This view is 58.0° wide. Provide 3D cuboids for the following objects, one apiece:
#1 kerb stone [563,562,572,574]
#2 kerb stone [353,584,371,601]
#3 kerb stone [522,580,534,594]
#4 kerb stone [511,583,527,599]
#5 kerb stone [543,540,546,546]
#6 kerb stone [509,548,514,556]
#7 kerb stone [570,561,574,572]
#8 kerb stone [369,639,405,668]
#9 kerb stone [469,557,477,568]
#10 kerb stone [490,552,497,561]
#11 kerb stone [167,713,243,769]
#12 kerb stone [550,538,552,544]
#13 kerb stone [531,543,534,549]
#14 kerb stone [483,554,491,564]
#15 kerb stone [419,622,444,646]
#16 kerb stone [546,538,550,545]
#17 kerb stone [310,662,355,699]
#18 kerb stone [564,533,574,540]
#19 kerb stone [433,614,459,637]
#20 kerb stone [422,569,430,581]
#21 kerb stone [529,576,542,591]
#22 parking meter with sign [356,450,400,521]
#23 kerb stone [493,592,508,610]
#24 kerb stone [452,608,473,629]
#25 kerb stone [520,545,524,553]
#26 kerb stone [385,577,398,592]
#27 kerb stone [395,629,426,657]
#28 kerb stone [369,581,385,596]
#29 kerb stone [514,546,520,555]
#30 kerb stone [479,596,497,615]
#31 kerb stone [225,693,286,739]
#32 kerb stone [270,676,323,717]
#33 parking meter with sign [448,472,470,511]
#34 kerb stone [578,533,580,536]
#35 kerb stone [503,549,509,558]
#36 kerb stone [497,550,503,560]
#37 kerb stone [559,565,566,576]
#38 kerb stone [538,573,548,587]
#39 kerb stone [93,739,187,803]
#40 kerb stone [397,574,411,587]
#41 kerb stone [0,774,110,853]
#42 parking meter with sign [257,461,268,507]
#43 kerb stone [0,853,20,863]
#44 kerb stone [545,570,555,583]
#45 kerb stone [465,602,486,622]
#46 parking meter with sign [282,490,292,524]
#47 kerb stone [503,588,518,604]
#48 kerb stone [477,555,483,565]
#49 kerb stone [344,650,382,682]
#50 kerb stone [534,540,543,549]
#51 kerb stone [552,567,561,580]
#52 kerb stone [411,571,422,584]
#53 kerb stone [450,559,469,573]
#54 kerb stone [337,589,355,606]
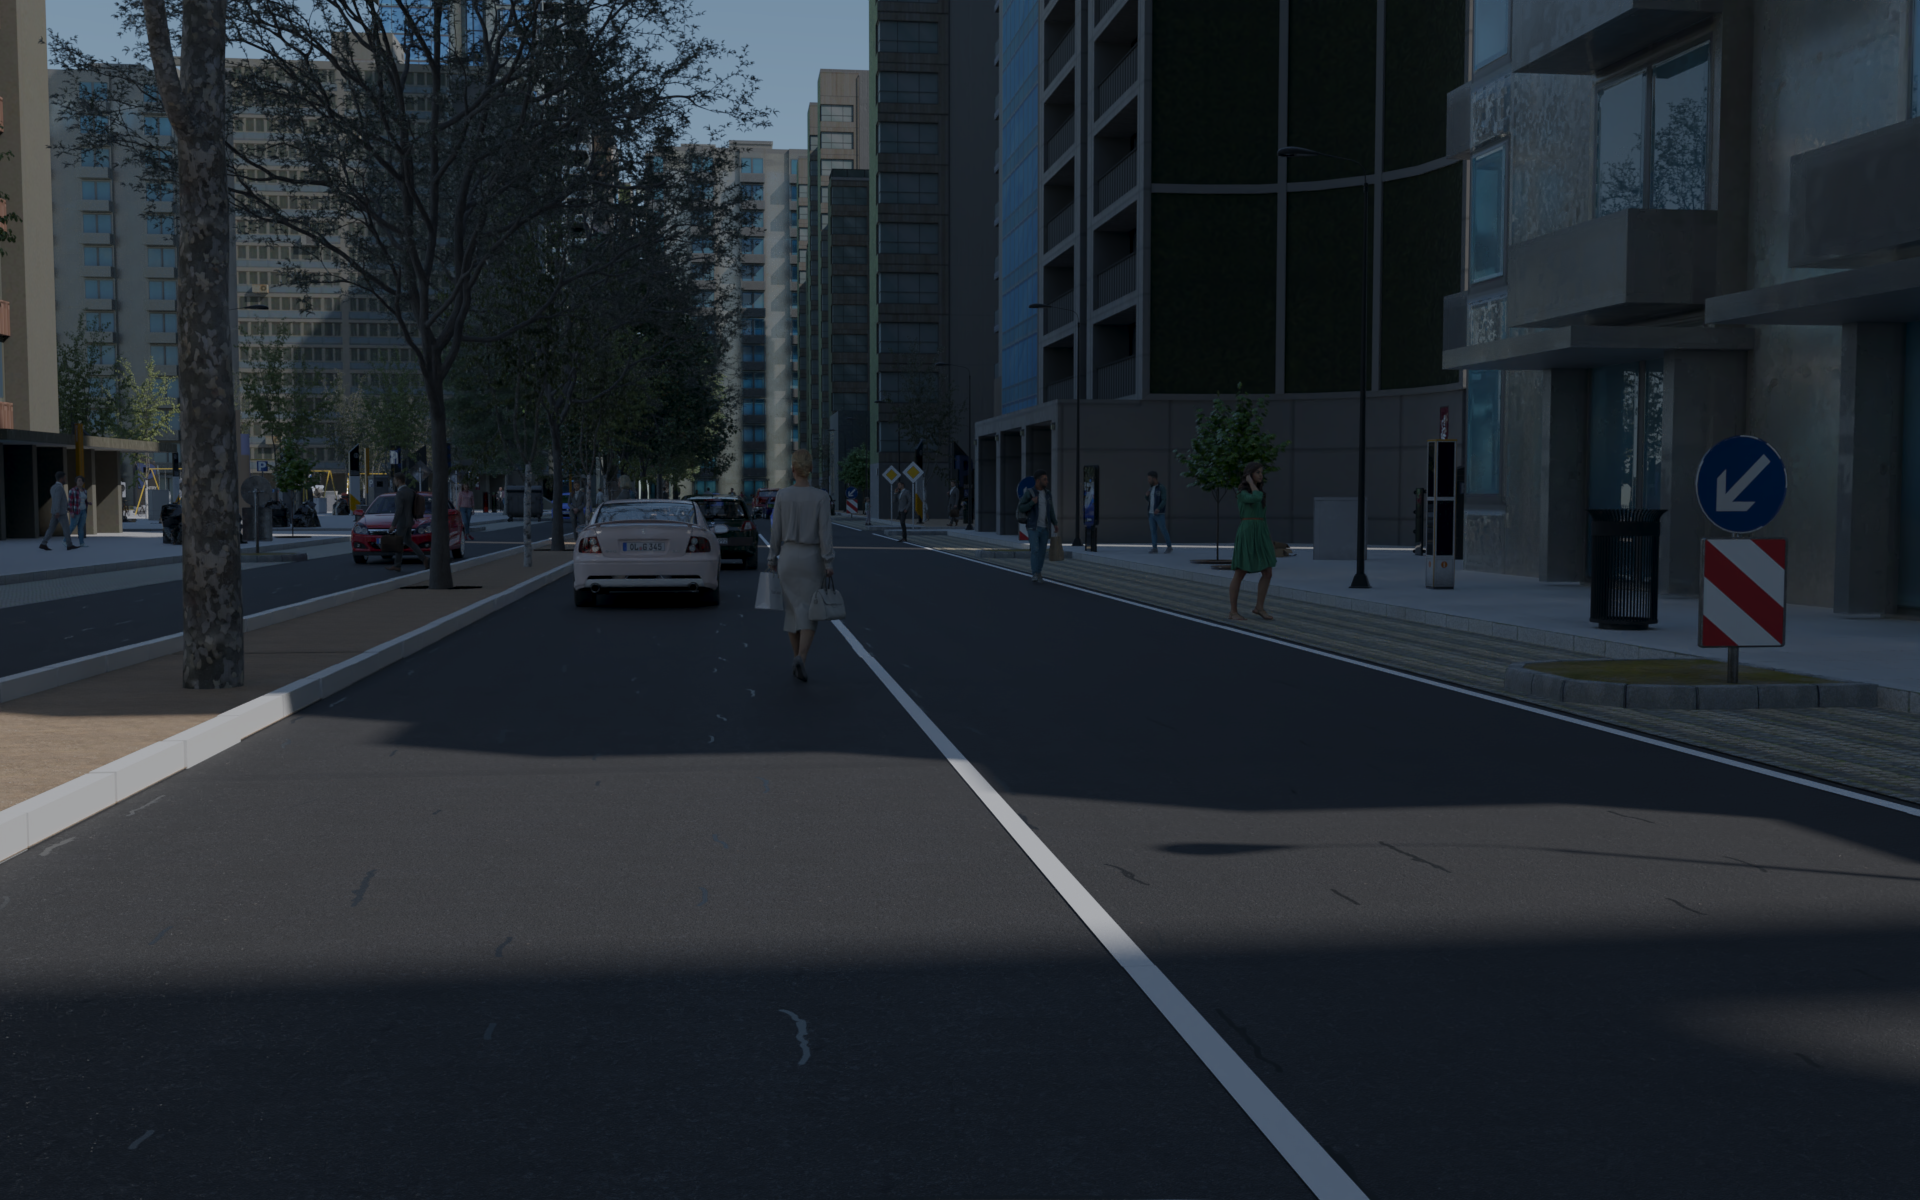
[{"bbox_3d":[-7.070,-0.530,30.860,0.120,0.150,1.000,0,4,-8],"label":"kerb stone"},{"bbox_3d":[-8.179,-0.077,23.456,0.120,0.150,1.000,0,4,-8],"label":"kerb stone"},{"bbox_3d":[-6.241,-0.157,24.760,0.120,0.150,1.000,0,4,-8],"label":"kerb stone"},{"bbox_3d":[-6.096,-0.095,23.743,0.120,0.150,1.000,0,4,-8],"label":"kerb stone"},{"bbox_3d":[-11.360,-1.502,46.807,0.120,0.150,1.000,0,4,-8],"label":"kerb stone"},{"bbox_3d":[-10.392,-1.069,39.684,0.120,0.150,1.000,0,4,-8],"label":"kerb stone"},{"bbox_3d":[-7.206,-0.592,31.875,0.120,0.150,1.000,0,4,-8],"label":"kerb stone"},{"bbox_3d":[-4.856,0.465,14.595,0.120,0.150,1.000,0,4,-8],"label":"kerb stone"},{"bbox_3d":[-9.559,-0.696,33.587,0.120,0.150,1.000,0,4,-8],"label":"kerb stone"},{"bbox_3d":[-9.977,-0.883,36.637,0.120,0.150,1.000,0,4,-8],"label":"kerb stone"},{"bbox_3d":[-4.157,0.775,9.518,0.120,0.150,1.000,0,4,-8],"label":"kerb stone"},{"bbox_3d":[-11.635,-1.623,48.833,0.120,0.150,1.000,0,4,-8],"label":"kerb stone"},{"bbox_3d":[-10.951,-1.315,43.751,0.120,0.150,1.000,0,4,-8],"label":"kerb stone"},{"bbox_3d":[-9.837,-0.816,35.620,0.120,0.150,1.000,0,4,-8],"label":"kerb stone"},{"bbox_3d":[-5.125,0.343,16.629,0.120,0.150,1.000,0,4,-8],"label":"kerb stone"},{"bbox_3d":[-11.495,-1.567,47.820,0.120,0.150,1.000,0,4,-8],"label":"kerb stone"},{"bbox_3d":[-4.575,0.589,12.564,0.120,0.150,1.000,0,4,-8],"label":"kerb stone"},{"bbox_3d":[-12.603,-2.064,55.940,0.120,0.150,1.000,0,4,-8],"label":"kerb stone"},{"bbox_3d":[-5.271,0.279,17.641,0.120,0.150,1.000,0,4,-8],"label":"kerb stone"},{"bbox_3d":[-8.870,-0.387,28.523,0.120,0.150,1.000,0,4,-8],"label":"kerb stone"},{"bbox_3d":[-6.379,-0.219,25.773,0.120,0.150,1.000,0,4,-8],"label":"kerb stone"},{"bbox_3d":[-22.972,-4.408,68.330,0.543,3.016,1.738,3,4,36],"label":"parking meter with sign"},{"bbox_3d":[-5.821,0.030,21.708,0.120,0.150,1.000,0,4,-8],"label":"kerb stone"},{"bbox_3d":[-5.406,0.217,18.662,0.120,0.150,1.000,0,4,-8],"label":"kerb stone"},{"bbox_3d":[-10.669,-1.194,41.723,0.120,0.150,1.000,0,4,-8],"label":"kerb stone"},{"bbox_3d":[-8.459,-0.195,25.485,0.120,0.150,1.000,0,4,-8],"label":"kerb stone"},{"bbox_3d":[-4.986,0.403,15.609,0.120,0.150,1.000,0,4,-8],"label":"kerb stone"},{"bbox_3d":[-8.318,-0.139,24.470,0.120,0.150,1.000,0,4,-8],"label":"kerb stone"},{"bbox_3d":[-10.527,-1.132,40.700,0.120,0.150,1.000,0,4,-8],"label":"kerb stone"},{"bbox_3d":[-5.689,0.092,20.694,0.120,0.150,1.000,0,4,-8],"label":"kerb stone"},{"bbox_3d":[-4.306,0.714,10.529,0.120,0.150,1.000,0,4,-8],"label":"kerb stone"},{"bbox_3d":[-4.445,0.651,11.545,0.120,0.150,1.000,0,4,-8],"label":"kerb stone"},{"bbox_3d":[-37.657,-8.178,129.974,1.738,3.016,0.543,0,4,2],"label":"parking meter with sign"},{"bbox_3d":[-12.882,-2.183,57.972,0.120,0.150,1.000,0,4,-8],"label":"kerb stone"},{"bbox_3d":[-10.253,-1.008,38.672,0.120,0.150,1.000,0,4,-8],"label":"kerb stone"},{"bbox_3d":[-10.111,-0.946,37.657,0.120,0.150,1.000,0,4,-8],"label":"kerb stone"},{"bbox_3d":[-6.938,-0.468,29.847,0.120,0.150,1.000,0,4,-8],"label":"kerb stone"},{"bbox_3d":[-6.522,-0.281,26.787,0.120,0.150,1.000,0,4,-8],"label":"kerb stone"},{"bbox_3d":[-4.028,0.838,8.501,0.120,0.150,1.000,0,4,-8],"label":"kerb stone"},{"bbox_3d":[-8.599,-0.263,26.497,0.120,0.150,1.000,0,4,-8],"label":"kerb stone"},{"bbox_3d":[-3.890,0.904,7.486,0.120,0.150,1.000,0,4,-8],"label":"kerb stone"},{"bbox_3d":[-36.781,-5.776,90.703,0.543,3.016,1.738,0,4,-4],"label":"parking meter with sign"},{"bbox_3d":[-3.750,0.962,6.472,0.120,0.150,1.000,0,4,-8],"label":"kerb stone"},{"bbox_3d":[-6.656,-0.343,27.813,0.120,0.150,1.000,0,4,-8],"label":"kerb stone"},{"bbox_3d":[-5.547,0.154,19.681,0.120,0.150,1.000,0,4,-8],"label":"kerb stone"},{"bbox_3d":[-29.170,-4.813,74.947,0.543,3.016,1.738,-1,4,-16],"label":"parking meter with sign"},{"bbox_3d":[-5.959,-0.024,22.725,0.120,0.150,1.000,0,4,-8],"label":"kerb stone"},{"bbox_3d":[-9.709,-0.759,34.598,0.120,0.150,1.000,0,4,-8],"label":"kerb stone"},{"bbox_3d":[-4.715,0.533,13.577,0.120,0.150,1.000,0,4,-8],"label":"kerb stone"},{"bbox_3d":[-11.214,-1.441,45.785,0.120,0.150,1.000,0,4,-8],"label":"kerb stone"},{"bbox_3d":[-6.790,-0.404,28.831,0.120,0.150,1.000,0,4,-8],"label":"kerb stone"},{"bbox_3d":[-8.729,-0.324,27.511,0.120,0.150,1.000,0,4,-8],"label":"kerb stone"},{"bbox_3d":[-9.417,-0.635,32.575,0.120,0.150,1.000,0,4,-8],"label":"kerb stone"},{"bbox_3d":[-8.045,-0.014,22.443,0.120,0.150,1.000,0,4,-8],"label":"kerb stone"}]
